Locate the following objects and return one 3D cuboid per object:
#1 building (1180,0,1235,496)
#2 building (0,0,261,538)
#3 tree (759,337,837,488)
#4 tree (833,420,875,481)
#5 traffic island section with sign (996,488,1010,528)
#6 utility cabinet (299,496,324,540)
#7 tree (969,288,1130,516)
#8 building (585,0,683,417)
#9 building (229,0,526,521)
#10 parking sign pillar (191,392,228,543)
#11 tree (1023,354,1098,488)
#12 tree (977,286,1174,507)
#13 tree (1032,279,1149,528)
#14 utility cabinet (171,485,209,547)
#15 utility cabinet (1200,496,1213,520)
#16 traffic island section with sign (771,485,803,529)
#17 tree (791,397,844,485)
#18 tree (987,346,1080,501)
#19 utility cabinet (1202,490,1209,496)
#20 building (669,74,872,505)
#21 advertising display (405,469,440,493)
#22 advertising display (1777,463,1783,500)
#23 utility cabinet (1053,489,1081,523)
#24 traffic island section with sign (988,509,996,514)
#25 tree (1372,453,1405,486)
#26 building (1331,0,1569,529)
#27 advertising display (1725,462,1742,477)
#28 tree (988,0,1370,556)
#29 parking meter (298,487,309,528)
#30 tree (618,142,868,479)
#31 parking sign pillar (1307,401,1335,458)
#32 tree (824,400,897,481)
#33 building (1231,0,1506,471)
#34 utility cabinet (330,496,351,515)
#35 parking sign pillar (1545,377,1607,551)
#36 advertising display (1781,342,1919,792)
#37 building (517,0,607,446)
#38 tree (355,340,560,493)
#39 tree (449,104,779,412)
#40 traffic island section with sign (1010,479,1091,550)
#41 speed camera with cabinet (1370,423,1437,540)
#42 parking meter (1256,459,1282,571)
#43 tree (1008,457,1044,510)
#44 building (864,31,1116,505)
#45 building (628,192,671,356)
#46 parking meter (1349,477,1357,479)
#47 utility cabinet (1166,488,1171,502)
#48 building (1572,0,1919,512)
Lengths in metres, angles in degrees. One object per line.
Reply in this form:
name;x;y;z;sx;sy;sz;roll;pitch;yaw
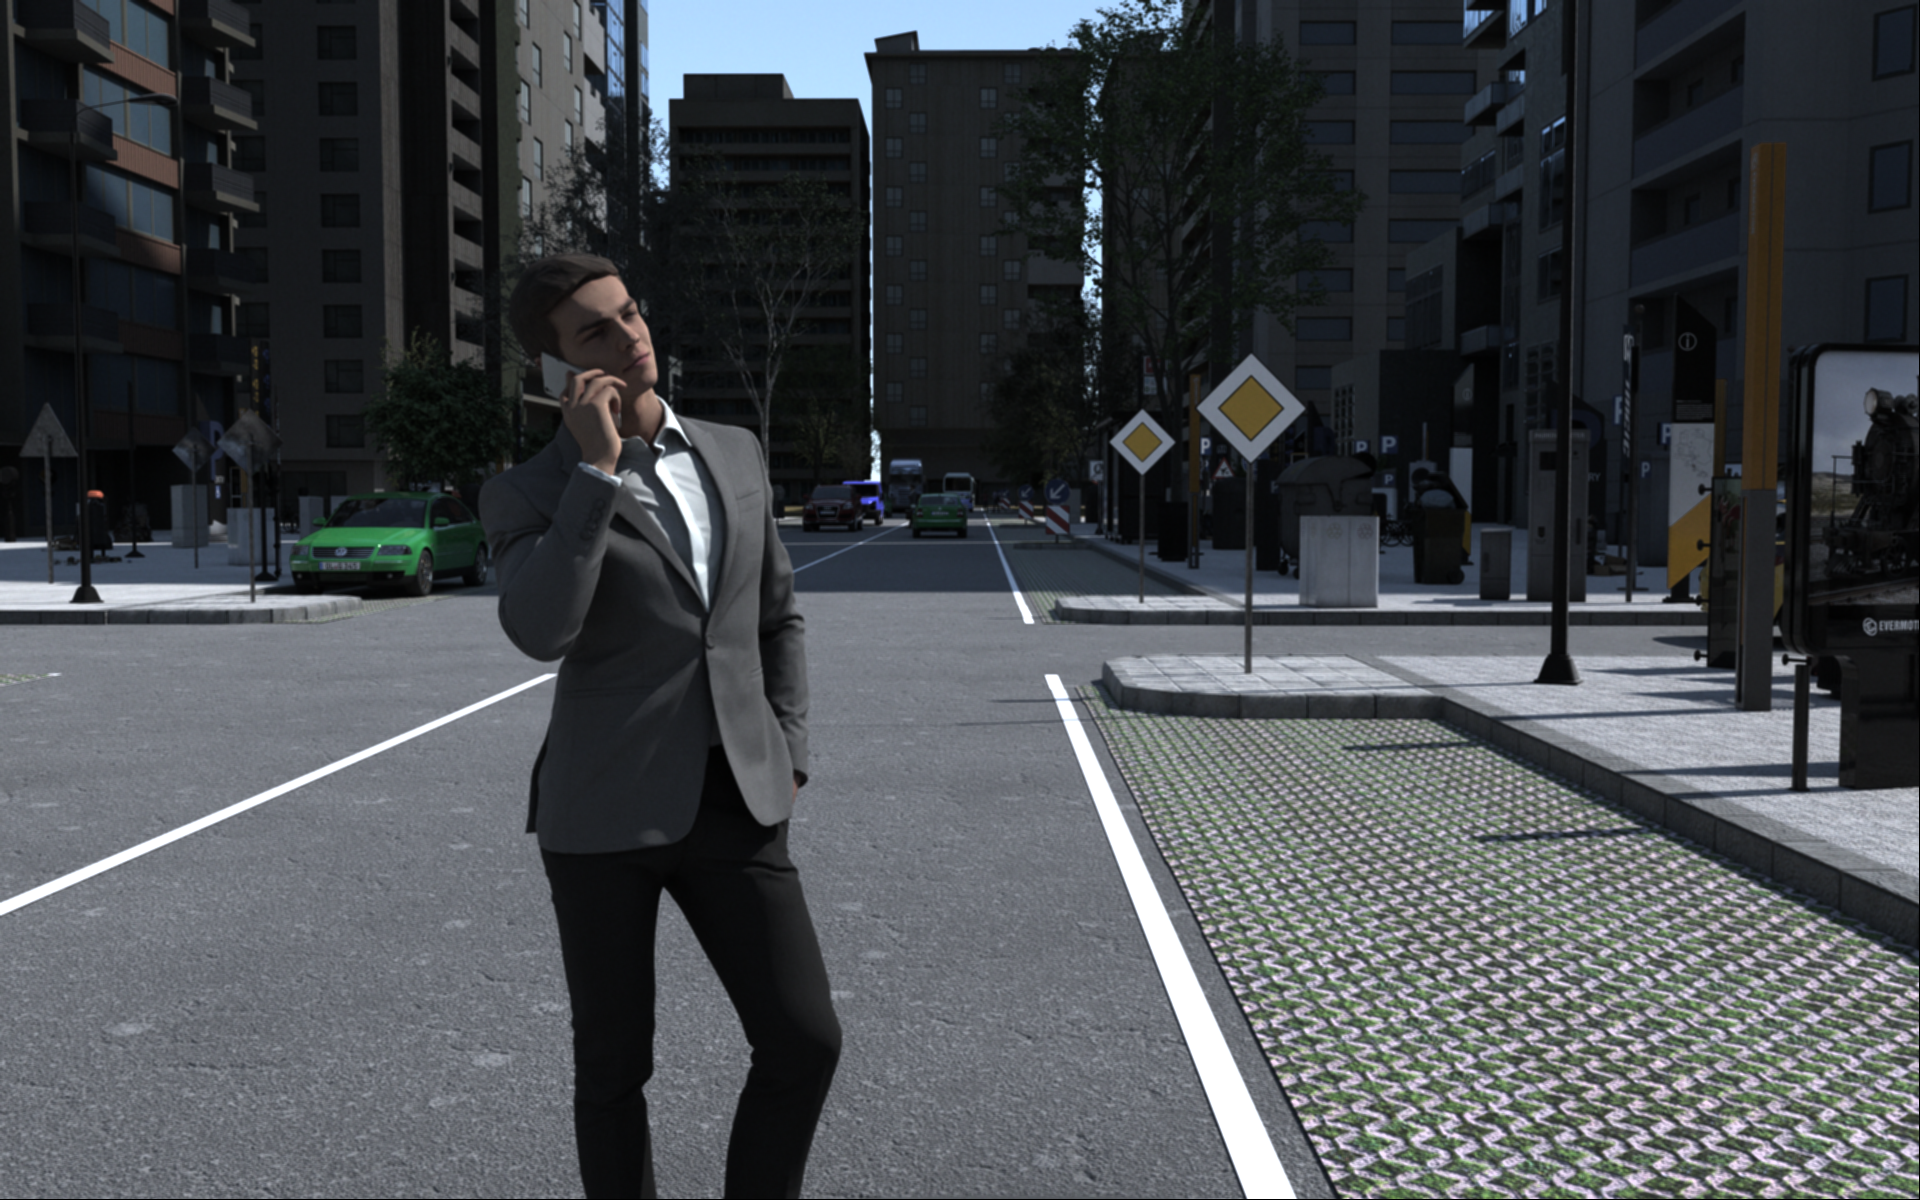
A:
building;30.477;-31.940;145.913;21.300;48.544;21.600;0;4;1
building;-37.101;-24.573;56.400;22.147;44.769;28.867;0;4;1
tree;-9.351;-11.502;113.817;9.928;11.665;9.643;0;3;0
tree;-10.242;-12.958;162.225;4.360;8.622;3.978;0;3;0
traffic island section with sign;2.647;-3.923;72.776;1.989;1.847;2.006;0;4;1
utility cabinet;-16.819;-2.067;44.955;0.306;1.237;1.020;0;4;-1
tree;5.223;-11.818;103.595;12.009;13.543;11.850;0;3;0
building;-38.890;-50.915;145.128;31.000;86.520;22.319;0;4;1
building;-30.524;-19.236;86.209;14.160;30.474;14.107;0;4;1
parking sign pillar;-20.059;-3.536;46.294;1.447;3.967;1.447;0;4;-4
tree;4.967;-8.335;86.634;4.737;8.622;4.395;0;3;0
tree;5.360;-8.817;78.565;8.767;10.594;7.601;0;4;-6
tree;4.732;-6.674;59.490;4.360;8.622;3.978;0;3;0
utility cabinet;-18.455;-2.006;41.476;0.318;1.500;1.173;0;4;3
utility cabinet;9.577;-3.556;69.300;1.020;1.237;0.306;1;4;23
traffic island section with sign;-7.584;-3.879;72.044;1.989;1.847;2.006;0;4;1
tree;-10.540;-10.973;129.765;4.737;8.622;4.395;0;3;0
tree;5.791;-13.146;133.060;7.486;12.596;7.792;0;3;0
utility cabinet;13.604;-5.295;95.254;0.318;1.500;1.173;2;4;26
building;-21.662;-35.471;203.657;21.600;48.544;21.300;0;4;1
advertising display;-12.444;-2.144;40.270;0.123;1.923;0.974;3;4;36
advertising display;16.685;-1.871;35.797;0.974;1.923;0.123;2;4;25
utility cabinet;4.604;-4.026;74.497;1.173;1.500;0.318;0;4;6
traffic island section with sign;3.113;-6.992;122.942;1.989;1.847;2.006;0;4;1
tree;16.949;-4.595;69.733;1.663;3.219;1.824;0;3;0
building;29.797;-46.308;69.808;22.319;86.520;31.000;0;4;1
advertising display;15.286;-1.804;34.714;0.974;1.923;0.123;3;5;40
tree;4.402;-6.754;36.187;9.928;11.665;9.643;0;3;0
parking meter;-24.502;-3.441;64.670;0.372;1.533;0.369;0;3;0
tree;-11.944;-14.618;94.897;12.611;20.169;13.585;0;3;0
parking sign pillar;10.536;-3.795;50.520;1.447;3.967;1.447;2;4;31
tree;-10.210;-14.570;172.632;8.767;10.594;7.601;1;4;8
building;29.678;-35.355;120.061;21.231;58.520;28.212;0;4;1
utility cabinet;-18.913;-2.594;53.574;1.020;1.237;0.306;-1;4;-16
parking sign pillar;14.139;-3.139;39.787;1.447;3.967;1.447;0;4;5
advertising display;4.045;-0.142;7.539;0.974;1.923;0.123;-1;4;-13
building;-37.924;-31.773;108.730;28.713;52.752;27.495;0;4;1
tree;-11.113;-3.265;37.096;4.285;4.588;4.351;0;3;0
tree;-10.492;-8.784;53.983;12.009;13.543;11.850;0;3;0
traffic island section with sign;2.397;-2.235;45.165;1.989;1.847;2.006;0;4;1
speed camera with cabinet;12.140;-3.285;48.049;2.038;3.252;0.660;1;4;23
parking meter;5.174;-1.424;28.986;0.399;1.863;0.255;-3;4;-38
tree;5.675;-9.590;140.505;4.285;4.588;4.351;0;3;0
building;3.297;-37.751;206.469;27.495;52.752;28.713;0;4;1
building;-44.421;-31.681;209.863;23.993;40.220;32.217;0;4;1
parking meter;6.139;-1.348;27.753;0.399;1.863;0.255;-2;4;-24
utility cabinet;7.986;-3.334;63.183;1.173;1.500;0.318;-3;5;-43
building;63.950;-36.886;145.080;28.212;58.520;21.231;0;4;1
